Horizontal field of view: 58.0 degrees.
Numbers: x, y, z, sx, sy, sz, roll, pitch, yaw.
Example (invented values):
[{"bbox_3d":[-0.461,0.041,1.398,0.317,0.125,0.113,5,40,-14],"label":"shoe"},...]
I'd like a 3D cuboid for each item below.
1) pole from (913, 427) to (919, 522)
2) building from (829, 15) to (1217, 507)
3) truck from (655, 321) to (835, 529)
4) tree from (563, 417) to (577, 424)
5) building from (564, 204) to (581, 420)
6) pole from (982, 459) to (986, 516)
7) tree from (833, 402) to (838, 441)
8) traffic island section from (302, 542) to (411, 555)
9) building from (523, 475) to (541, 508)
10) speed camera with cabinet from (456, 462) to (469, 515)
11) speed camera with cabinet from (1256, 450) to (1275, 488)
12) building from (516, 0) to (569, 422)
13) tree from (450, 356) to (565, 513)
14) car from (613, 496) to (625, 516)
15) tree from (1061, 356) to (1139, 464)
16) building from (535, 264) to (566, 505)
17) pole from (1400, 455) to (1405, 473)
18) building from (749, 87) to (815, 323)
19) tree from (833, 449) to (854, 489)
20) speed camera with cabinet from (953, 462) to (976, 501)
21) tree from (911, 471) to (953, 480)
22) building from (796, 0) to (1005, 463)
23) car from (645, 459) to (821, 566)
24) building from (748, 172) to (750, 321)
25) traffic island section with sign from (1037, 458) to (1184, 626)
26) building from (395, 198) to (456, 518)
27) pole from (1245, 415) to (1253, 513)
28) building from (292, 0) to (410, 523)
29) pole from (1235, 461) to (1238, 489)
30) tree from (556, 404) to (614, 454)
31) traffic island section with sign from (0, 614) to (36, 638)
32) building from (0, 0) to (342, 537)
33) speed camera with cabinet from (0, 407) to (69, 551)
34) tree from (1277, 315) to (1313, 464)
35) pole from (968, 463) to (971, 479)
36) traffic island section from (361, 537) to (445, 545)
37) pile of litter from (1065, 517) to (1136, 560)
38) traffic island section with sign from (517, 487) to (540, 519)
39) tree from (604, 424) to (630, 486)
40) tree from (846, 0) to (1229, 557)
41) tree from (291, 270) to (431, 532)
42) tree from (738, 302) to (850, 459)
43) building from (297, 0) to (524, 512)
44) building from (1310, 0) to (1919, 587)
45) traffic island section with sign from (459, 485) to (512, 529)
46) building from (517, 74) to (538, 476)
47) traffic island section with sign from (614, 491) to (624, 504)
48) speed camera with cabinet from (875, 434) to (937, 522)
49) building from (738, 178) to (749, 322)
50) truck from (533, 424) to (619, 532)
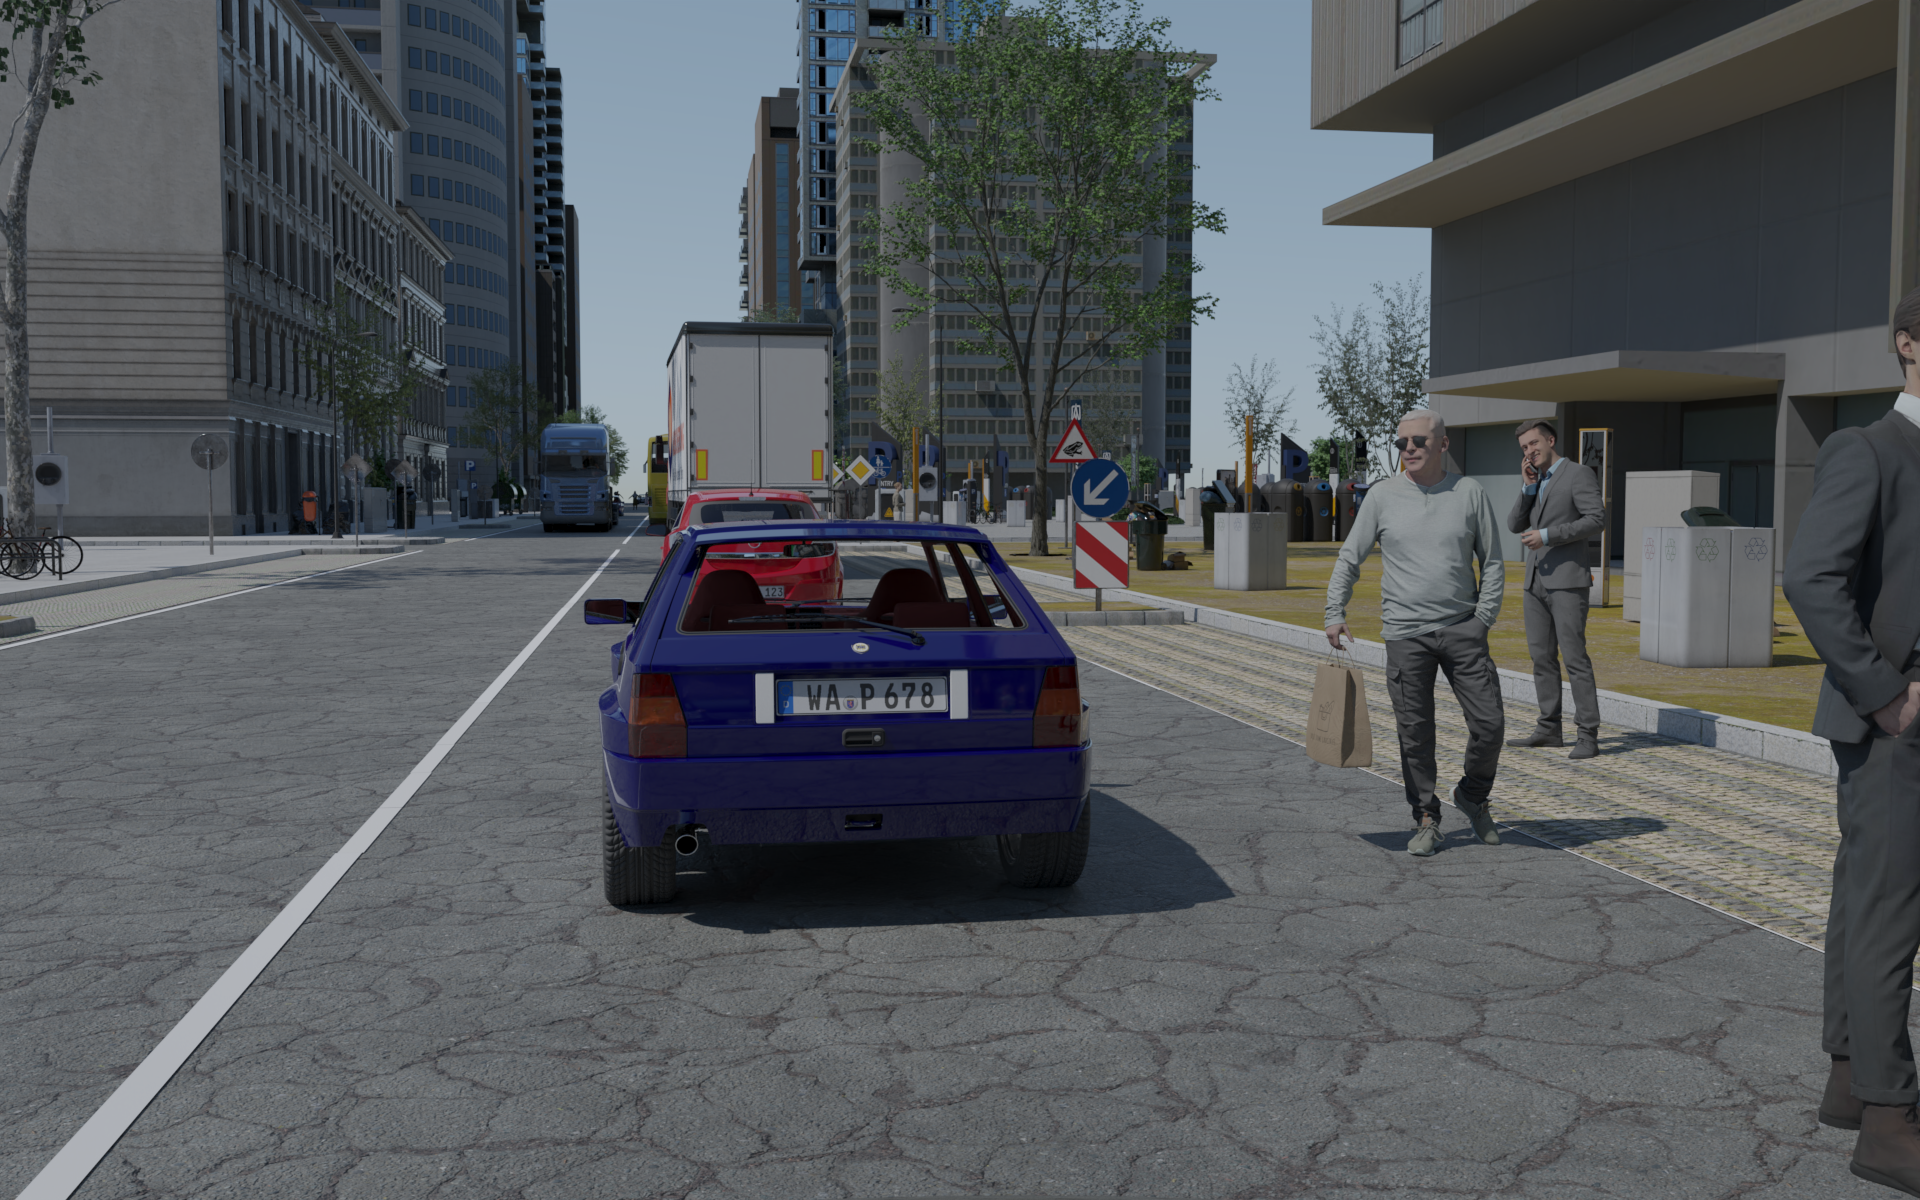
[{"bbox_3d":[-1.346,-3.618,53.005,0.158,3.312,0.155,0,3,0],"label":"pole"},{"bbox_3d":[2.499,-27.716,145.044,32.217,40.220,23.993,-1,4,-10],"label":"building"},{"bbox_3d":[-4.385,-2.745,33.802,2.839,4.237,11.283,-1,4,-11],"label":"truck"},{"bbox_3d":[-37.815,-13.271,167.335,4.360,8.622,3.978,0,3,0],"label":"tree"},{"bbox_3d":[-64.138,-37.234,258.884,14.600,45.320,14.200,-1,4,-10],"label":"building"},{"bbox_3d":[1.398,-6.536,100.703,0.158,3.312,0.155,0,3,0],"label":"pole"},{"bbox_3d":[-9.649,-9.448,104.843,4.360,8.622,3.978,0,3,0],"label":"tree"},{"bbox_3d":[-14.682,-1.213,42.121,2.009,0.180,2.903,-1,4,-10],"label":"traffic island section"},{"bbox_3d":[-56.220,-28.671,160.650,32.217,40.220,23.993,-1,4,-10],"label":"building"},{"bbox_3d":[-30.019,-6.754,104.766,0.660,3.252,2.038,-2,4,-24],"label":"speed camera with cabinet"},{"bbox_3d":[14.299,-5.164,78.772,2.038,3.252,0.660,-3,5,-44],"label":"speed camera with cabinet"},{"bbox_3d":[-63.695,-56.401,234.826,22.319,86.520,31.000,-1,4,-10],"label":"building"},{"bbox_3d":[-30.210,-11.111,116.085,8.767,10.594,7.601,1,4,14],"label":"tree"},{"bbox_3d":[-22.700,-6.092,112.184,1.945,1.354,3.894,-1,4,-9],"label":"car"},{"bbox_3d":[7.649,-8.639,91.613,4.360,8.622,3.978,0,3,0],"label":"tree"},{"bbox_3d":[-56.370,-27.058,214.098,14.160,30.474,14.107,-1,4,-10],"label":"building"},{"bbox_3d":[15.977,-4.200,62.514,0.158,3.312,0.155,0,3,0],"label":"pole"},{"bbox_3d":[-15.396,-33.182,192.640,14.600,45.320,14.200,-1,4,-10],"label":"building"},{"bbox_3d":[-4.840,-4.652,70.668,1.663,3.219,1.824,0,3,0],"label":"tree"},{"bbox_3d":[0.264,-6.880,106.831,0.660,3.252,2.038,-2,4,-27],"label":"speed camera with cabinet"},{"bbox_3d":[-1.431,-5.043,77.053,1.663,3.219,1.824,0,3,0],"label":"tree"},{"bbox_3d":[-7.237,-52.425,169.826,22.319,86.520,31.000,-1,4,-10],"label":"building"},{"bbox_3d":[-2.279,-0.580,18.521,2.155,1.783,4.494,-1,4,-9],"label":"car"},{"bbox_3d":[-19.936,-35.066,223.441,14.600,45.320,14.200,-1,4,-10],"label":"building"},{"bbox_3d":[1.297,-0.671,19.595,1.989,1.847,2.006,-1,4,-10],"label":"traffic island section with sign"},{"bbox_3d":[-35.444,-14.356,99.342,10.561,19.102,19.286,-1,4,-10],"label":"building"},{"bbox_3d":[7.483,-3.122,44.880,0.158,3.312,0.155,0,3,0],"label":"pole"},{"bbox_3d":[-31.975,-15.266,78.483,11.050,23.489,19.941,-1,4,-10],"label":"building"},{"bbox_3d":[17.045,-6.911,106.830,0.158,3.312,0.155,0,3,0],"label":"pole"},{"bbox_3d":[-43.337,-16.677,198.424,9.928,11.665,9.643,0,3,0],"label":"tree"},{"bbox_3d":[-10.515,-0.533,17.345,1.989,1.847,2.006,-1,4,-10],"label":"traffic island section with sign"},{"bbox_3d":[-28.077,-12.878,59.710,9.793,20.994,18.267,-1,4,-10],"label":"building"},{"bbox_3d":[-21.310,-2.739,39.113,2.038,3.252,0.660,-1,4,-19],"label":"speed camera with cabinet"},{"bbox_3d":[15.129,-7.076,66.057,4.360,8.622,3.978,0,3,0],"label":"tree"},{"bbox_3d":[0.654,-7.367,114.291,0.158,3.312,0.155,0,3,0],"label":"pole"},{"bbox_3d":[-16.010,-1.695,49.995,2.009,0.180,2.903,-1,4,-10],"label":"traffic island section"},{"bbox_3d":[2.920,-1.223,33.959,1.719,0.858,1.176,0,4,3],"label":"pile of litter"},{"bbox_3d":[-24.310,-5.537,99.163,1.989,1.847,2.006,-1,4,-10],"label":"traffic island section with sign"},{"bbox_3d":[-56.606,-22.039,278.462,7.486,12.596,7.792,0,3,0],"label":"tree"},{"bbox_3d":[1.569,-6.702,35.341,9.928,11.665,9.643,0,3,0],"label":"tree"},{"bbox_3d":[-19.960,-6.579,57.927,4.737,8.622,4.395,0,3,0],"label":"tree"},{"bbox_3d":[-11.455,-12.710,114.463,9.857,13.997,8.962,0,3,0],"label":"tree"},{"bbox_3d":[-46.310,-36.255,134.772,21.231,58.520,28.212,-1,4,-10],"label":"building"},{"bbox_3d":[22.443,-26.557,23.441,28.713,52.752,27.495,-1,4,-10],"label":"building"},{"bbox_3d":[-19.758,-3.885,72.143,1.989,1.847,2.006,-1,4,-10],"label":"traffic island section with sign"},{"bbox_3d":[-51.859,-32.443,180.556,14.600,45.320,14.200,-1,4,-10],"label":"building"},{"bbox_3d":[-50.771,-15.131,256.016,1.989,1.847,2.006,-1,4,-10],"label":"traffic island section with sign"},{"bbox_3d":[-1.768,-3.846,57.220,2.038,3.252,0.660,0,4,0],"label":"speed camera with cabinet"},{"bbox_3d":[-19.917,-38.329,246.287,23.786,49.044,30.456,-1,4,-10],"label":"building"},{"bbox_3d":[-15.640,-5.032,72.027,2.967,4.110,18.799,-1,4,-10],"label":"truck"}]
